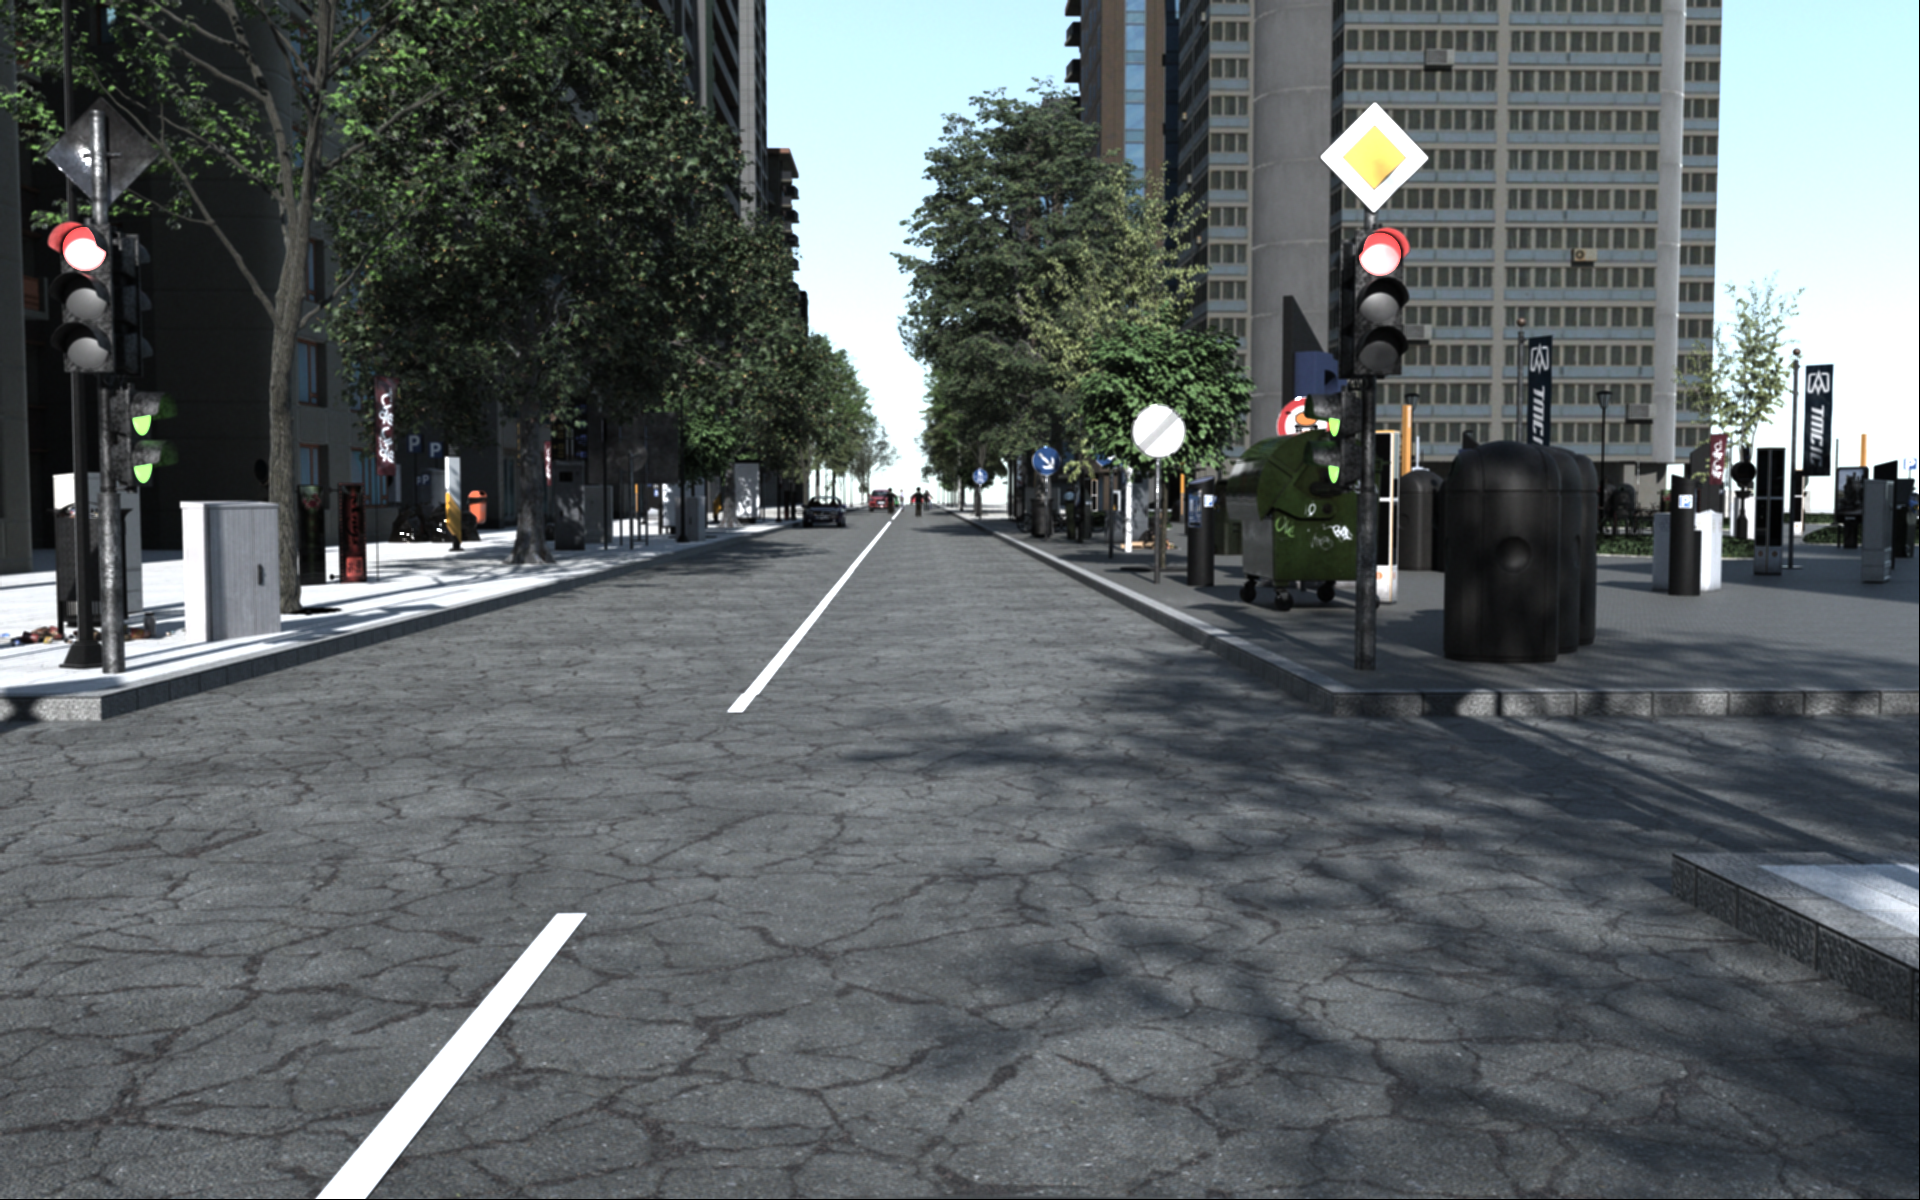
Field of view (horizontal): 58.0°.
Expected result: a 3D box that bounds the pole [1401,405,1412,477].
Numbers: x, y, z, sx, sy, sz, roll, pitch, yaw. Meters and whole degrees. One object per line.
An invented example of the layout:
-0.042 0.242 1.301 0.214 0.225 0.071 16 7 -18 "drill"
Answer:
10.219 -2.804 39.693 0.158 3.312 0.155 0 3 0 "pole"

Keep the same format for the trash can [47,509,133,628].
-8.420 -0.315 16.798 0.748 1.137 0.748 0 3 0 "trash can"

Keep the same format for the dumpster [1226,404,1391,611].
3.930 -1.050 19.656 1.502 2.255 1.985 0 4 -2 "dumpster"

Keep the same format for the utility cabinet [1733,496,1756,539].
21.827 -2.229 47.604 1.020 1.237 0.306 0 4 -2 "utility cabinet"

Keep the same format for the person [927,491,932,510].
-2.844 -9.079 157.882 0.436 1.711 0.756 -3 5 -44 "person"

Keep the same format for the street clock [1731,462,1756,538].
17.504 -2.090 38.742 0.471 2.002 0.358 0 4 -7 "street clock"

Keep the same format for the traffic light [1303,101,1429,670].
2.949 -1.447 12.576 0.839 4.253 0.868 0 4 -2 "traffic light"

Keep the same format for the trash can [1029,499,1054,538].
2.406 -2.405 50.983 0.748 1.137 0.748 0 3 0 "trash can"

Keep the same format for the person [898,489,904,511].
-4.949 -8.317 144.358 0.599 1.838 0.709 -1 4 -13 "person"

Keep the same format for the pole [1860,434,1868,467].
30.493 -3.954 58.492 0.158 3.312 0.155 0 3 0 "pole"

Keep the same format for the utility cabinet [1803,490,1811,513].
40.882 -4.601 83.909 0.318 1.500 1.173 3 5 44 "utility cabinet"

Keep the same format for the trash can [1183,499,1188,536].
7.204 -2.536 53.114 0.748 1.137 0.748 0 3 0 "trash can"

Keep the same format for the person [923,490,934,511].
-2.894 -8.581 148.823 1.348 1.821 0.705 0 4 -3 "person"

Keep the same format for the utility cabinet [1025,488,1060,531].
2.816 -3.089 59.181 1.173 1.500 0.318 1 4 15 "utility cabinet"

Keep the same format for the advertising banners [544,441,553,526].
-13.073 -3.685 56.435 0.090 3.025 2.074 -3 4 -38 "advertising banners"

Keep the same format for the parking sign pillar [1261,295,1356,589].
4.942 -2.178 24.075 1.447 3.967 1.447 3 4 36 "parking sign pillar"

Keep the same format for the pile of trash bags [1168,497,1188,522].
10.689 -4.213 78.640 1.912 1.369 3.447 0 4 -6 "pile of trash bags"

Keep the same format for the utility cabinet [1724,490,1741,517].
37.441 -4.582 83.600 1.173 1.500 0.318 0 4 -3 "utility cabinet"

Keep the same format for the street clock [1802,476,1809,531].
29.095 -3.383 59.878 0.471 2.002 0.358 -3 4 -38 "street clock"

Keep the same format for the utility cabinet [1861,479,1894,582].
13.467 -1.022 25.391 0.318 1.500 1.173 2 4 33 "utility cabinet"

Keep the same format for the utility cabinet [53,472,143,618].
-9.013 -0.577 18.117 0.318 1.500 1.173 0 4 2 "utility cabinet"

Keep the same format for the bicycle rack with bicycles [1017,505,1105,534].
3.339 -2.690 57.368 2.925 0.926 2.852 0 4 8 "bicycle rack with bicycles"

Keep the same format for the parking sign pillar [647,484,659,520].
-14.983 -5.975 86.166 1.447 3.967 1.447 1 4 20 "parking sign pillar"

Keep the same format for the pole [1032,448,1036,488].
3.145 -4.845 73.065 0.158 3.312 0.155 0 3 0 "pole"

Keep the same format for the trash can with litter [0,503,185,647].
-8.065 -0.262 15.338 2.233 1.210 1.678 0 3 0 "trash can with litter"

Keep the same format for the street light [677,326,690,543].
-6.809 -4.480 45.784 1.470 5.913 1.316 0 4 -2 "street light"

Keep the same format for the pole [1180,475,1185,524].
9.600 -4.944 74.684 0.158 3.312 0.155 0 3 0 "pole"

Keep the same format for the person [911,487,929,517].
-2.524 -6.006 106.330 1.348 1.869 0.705 3 4 37 "person"

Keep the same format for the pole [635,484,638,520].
-16.125 -5.668 86.521 0.158 3.312 0.155 0 3 0 "pole"

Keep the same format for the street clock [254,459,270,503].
-14.228 -1.893 35.520 0.471 2.002 0.358 2 4 33 "street clock"

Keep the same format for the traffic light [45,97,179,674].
-6.059 -1.431 12.317 0.839 4.253 0.868 0 4 -2 "traffic light"

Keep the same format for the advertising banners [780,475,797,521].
-8.453 -5.403 84.533 0.090 3.025 2.074 -2 4 -30 "advertising banners"

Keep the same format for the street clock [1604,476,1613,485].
26.601 -4.068 71.086 0.358 2.002 0.471 0 4 1 "street clock"

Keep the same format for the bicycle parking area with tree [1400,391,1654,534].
15.358 -3.781 48.823 8.231 4.147 9.016 2 4 26 "bicycle parking area with tree"

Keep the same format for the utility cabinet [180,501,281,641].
-6.525 -0.269 15.555 0.306 1.237 1.020 1 4 12 "utility cabinet"

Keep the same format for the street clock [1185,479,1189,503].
10.700 -4.704 81.478 0.471 2.002 0.358 1 4 19 "street clock"

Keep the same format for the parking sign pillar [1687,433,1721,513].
33.057 -5.415 77.010 1.447 3.967 1.447 0 4 0 "parking sign pillar"

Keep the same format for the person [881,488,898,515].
-4.855 -6.845 120.048 1.348 1.869 0.705 -2 4 -35 "person"

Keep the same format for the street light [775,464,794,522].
-7.726 -6.503 78.871 1.470 5.913 1.316 0 4 -2 "street light"

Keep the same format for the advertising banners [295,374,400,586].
-8.790 -1.758 24.935 0.090 3.025 2.074 2 4 26 "advertising banners"

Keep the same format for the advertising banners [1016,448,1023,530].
2.520 -4.043 62.286 0.090 3.025 2.074 2 4 35 "advertising banners"

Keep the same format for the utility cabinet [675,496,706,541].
-7.368 -2.210 47.297 1.020 1.237 0.306 3 5 44 "utility cabinet"

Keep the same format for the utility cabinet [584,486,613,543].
-9.618 -2.218 44.936 1.173 1.500 0.318 0 4 -6 "utility cabinet"

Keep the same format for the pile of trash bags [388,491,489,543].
-13.902 -2.286 47.130 1.912 1.369 3.447 1 4 16 "pile of trash bags"

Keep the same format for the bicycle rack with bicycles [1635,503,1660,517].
28.704 -3.611 72.427 2.925 0.926 2.852 2 4 34 "bicycle rack with bicycles"

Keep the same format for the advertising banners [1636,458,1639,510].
32.289 -5.283 82.557 0.090 3.025 2.074 1 4 23 "advertising banners"

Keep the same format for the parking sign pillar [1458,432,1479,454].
22.034 -5.262 74.506 1.447 3.967 1.447 -2 4 -31 "parking sign pillar"

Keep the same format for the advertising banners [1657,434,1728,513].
21.520 -3.348 50.920 0.090 3.025 2.074 -3 5 -40 "advertising banners"

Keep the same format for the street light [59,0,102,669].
-5.947 -2.456 12.696 1.470 5.913 1.316 0 4 -2 "street light"
